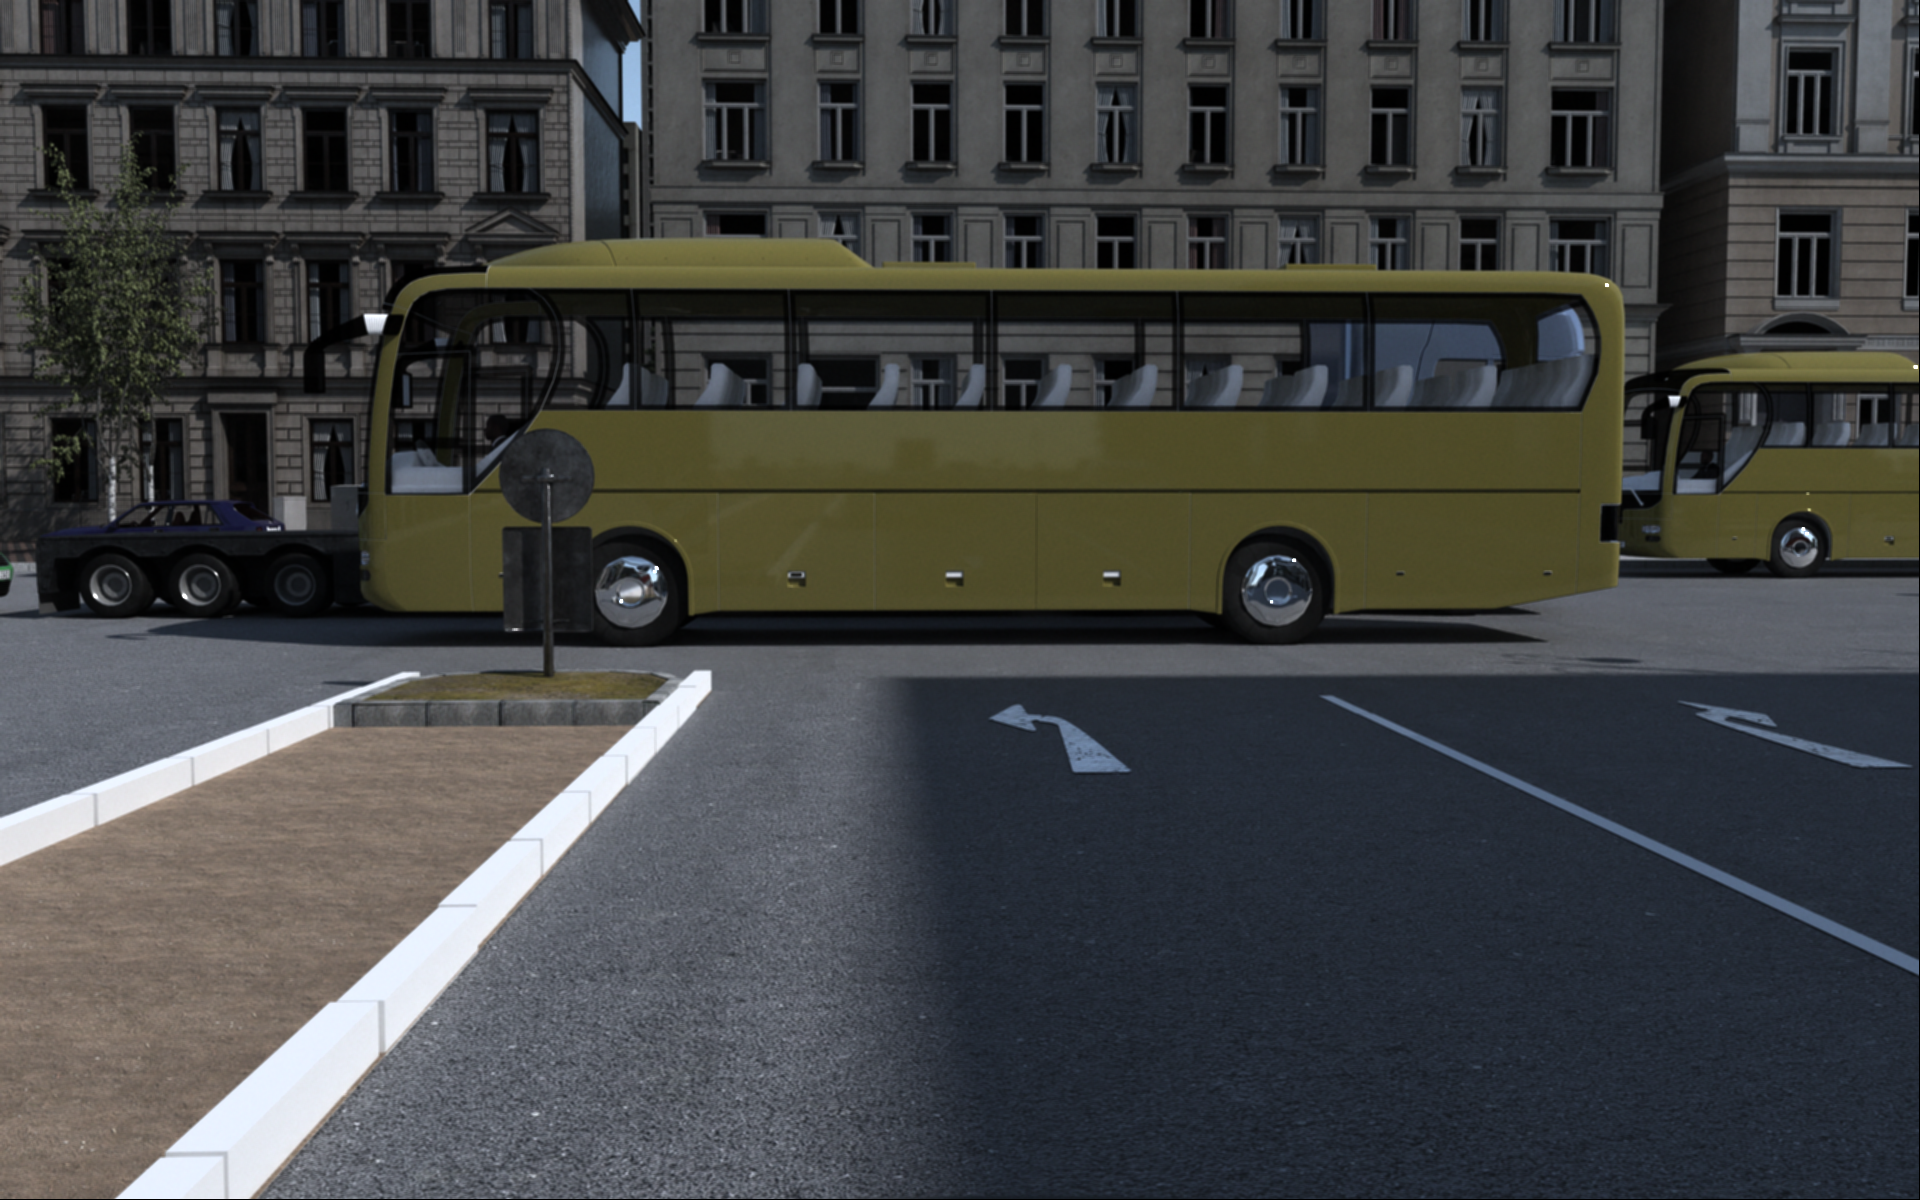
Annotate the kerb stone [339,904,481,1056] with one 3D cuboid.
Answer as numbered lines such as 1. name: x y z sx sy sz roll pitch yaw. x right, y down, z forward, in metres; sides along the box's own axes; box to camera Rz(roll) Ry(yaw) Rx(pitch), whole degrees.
1. kerb stone: -1.544 1.063 4.905 0.120 0.150 1.000 0 4 -2

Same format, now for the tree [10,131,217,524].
1. tree: -17.537 -5.218 35.678 4.737 8.622 4.395 0 3 0

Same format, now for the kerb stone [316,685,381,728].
1. kerb stone: -3.902 0.684 11.010 0.120 0.150 1.000 0 4 -2

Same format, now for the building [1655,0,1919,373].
1. building: 31.344 -16.503 55.728 20.117 28.700 13.634 0 4 -2

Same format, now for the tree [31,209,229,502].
1. tree: -20.893 -5.726 43.979 4.360 8.622 3.978 0 3 0

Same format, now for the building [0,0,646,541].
1. building: -19.692 -11.424 51.409 19.286 19.102 10.561 0 4 -2

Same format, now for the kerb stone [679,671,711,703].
1. kerb stone: -1.848 0.618 12.090 0.120 0.150 1.000 0 4 -2

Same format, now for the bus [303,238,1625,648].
1. bus: 0.126 -1.577 17.324 12.252 3.916 2.896 0 4 -2

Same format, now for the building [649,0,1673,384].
1. building: 5.384 -13.607 55.757 30.059 22.955 16.112 0 4 -2

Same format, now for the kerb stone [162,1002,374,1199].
1. kerb stone: -1.510 1.120 3.880 0.120 0.150 1.000 0 4 -2

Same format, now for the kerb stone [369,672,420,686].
1. kerb stone: -3.948 0.627 12.034 0.120 0.150 1.000 0 4 -2

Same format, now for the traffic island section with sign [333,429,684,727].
1. traffic island section with sign: -2.874 -0.209 11.546 2.006 1.907 1.989 0 4 -2

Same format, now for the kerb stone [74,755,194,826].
1. kerb stone: -3.778 0.873 7.924 0.120 0.150 1.000 0 4 -2

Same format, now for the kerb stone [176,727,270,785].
1. kerb stone: -3.818 0.810 8.948 0.120 0.150 1.000 0 4 -2

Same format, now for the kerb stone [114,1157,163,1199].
1. kerb stone: -1.465 1.183 2.857 0.120 0.150 1.000 0 4 -2

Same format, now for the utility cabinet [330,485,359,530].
1. utility cabinet: -14.761 -2.033 41.910 1.173 1.500 0.318 3 4 36

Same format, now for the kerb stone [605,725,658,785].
1. kerb stone: -1.714 0.807 9.010 0.120 0.150 1.000 0 4 -2

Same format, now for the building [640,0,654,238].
1. building: -27.961 -47.525 215.290 20.611 71.187 20.563 0 4 -2

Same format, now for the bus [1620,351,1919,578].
1. bus: 17.385 -2.390 30.628 12.252 3.916 2.896 0 4 -3

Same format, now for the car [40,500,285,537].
1. car: -14.074 -1.107 30.681 3.894 1.354 1.945 0 4 -4

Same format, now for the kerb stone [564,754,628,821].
1. kerb stone: -1.677 0.870 7.986 0.120 0.150 1.000 0 4 -2

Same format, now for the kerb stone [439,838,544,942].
1. kerb stone: -1.597 0.999 5.934 0.120 0.150 1.000 0 4 -2

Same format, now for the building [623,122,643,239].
1. building: -49.140 -36.183 215.299 21.600 48.544 21.300 0 4 -2

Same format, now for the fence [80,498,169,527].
1. fence: -19.072 -1.734 39.559 2.264 1.192 0.480 0 4 4

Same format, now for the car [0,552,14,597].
1. car: -13.701 -0.708 20.365 4.718 1.807 1.959 0 4 -2

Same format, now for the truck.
1. truck: -1.228 -1.921 21.175 18.799 4.110 2.967 0 4 -2

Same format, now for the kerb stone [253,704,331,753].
1. kerb stone: -3.864 0.749 9.979 0.120 0.150 1.000 0 4 -2

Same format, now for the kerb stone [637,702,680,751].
1. kerb stone: -1.756 0.744 10.033 0.120 0.150 1.000 0 4 -2

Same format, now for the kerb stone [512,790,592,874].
1. kerb stone: -1.636 0.933 6.958 0.120 0.150 1.000 0 4 -2

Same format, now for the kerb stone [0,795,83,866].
1. kerb stone: -3.741 0.935 6.900 0.120 0.150 1.000 0 4 -2

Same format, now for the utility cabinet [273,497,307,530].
1. utility cabinet: -16.290 -1.893 42.110 0.306 1.237 1.020 1 4 10

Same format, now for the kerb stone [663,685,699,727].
1. kerb stone: -1.797 0.689 11.060 0.120 0.150 1.000 0 4 -2
